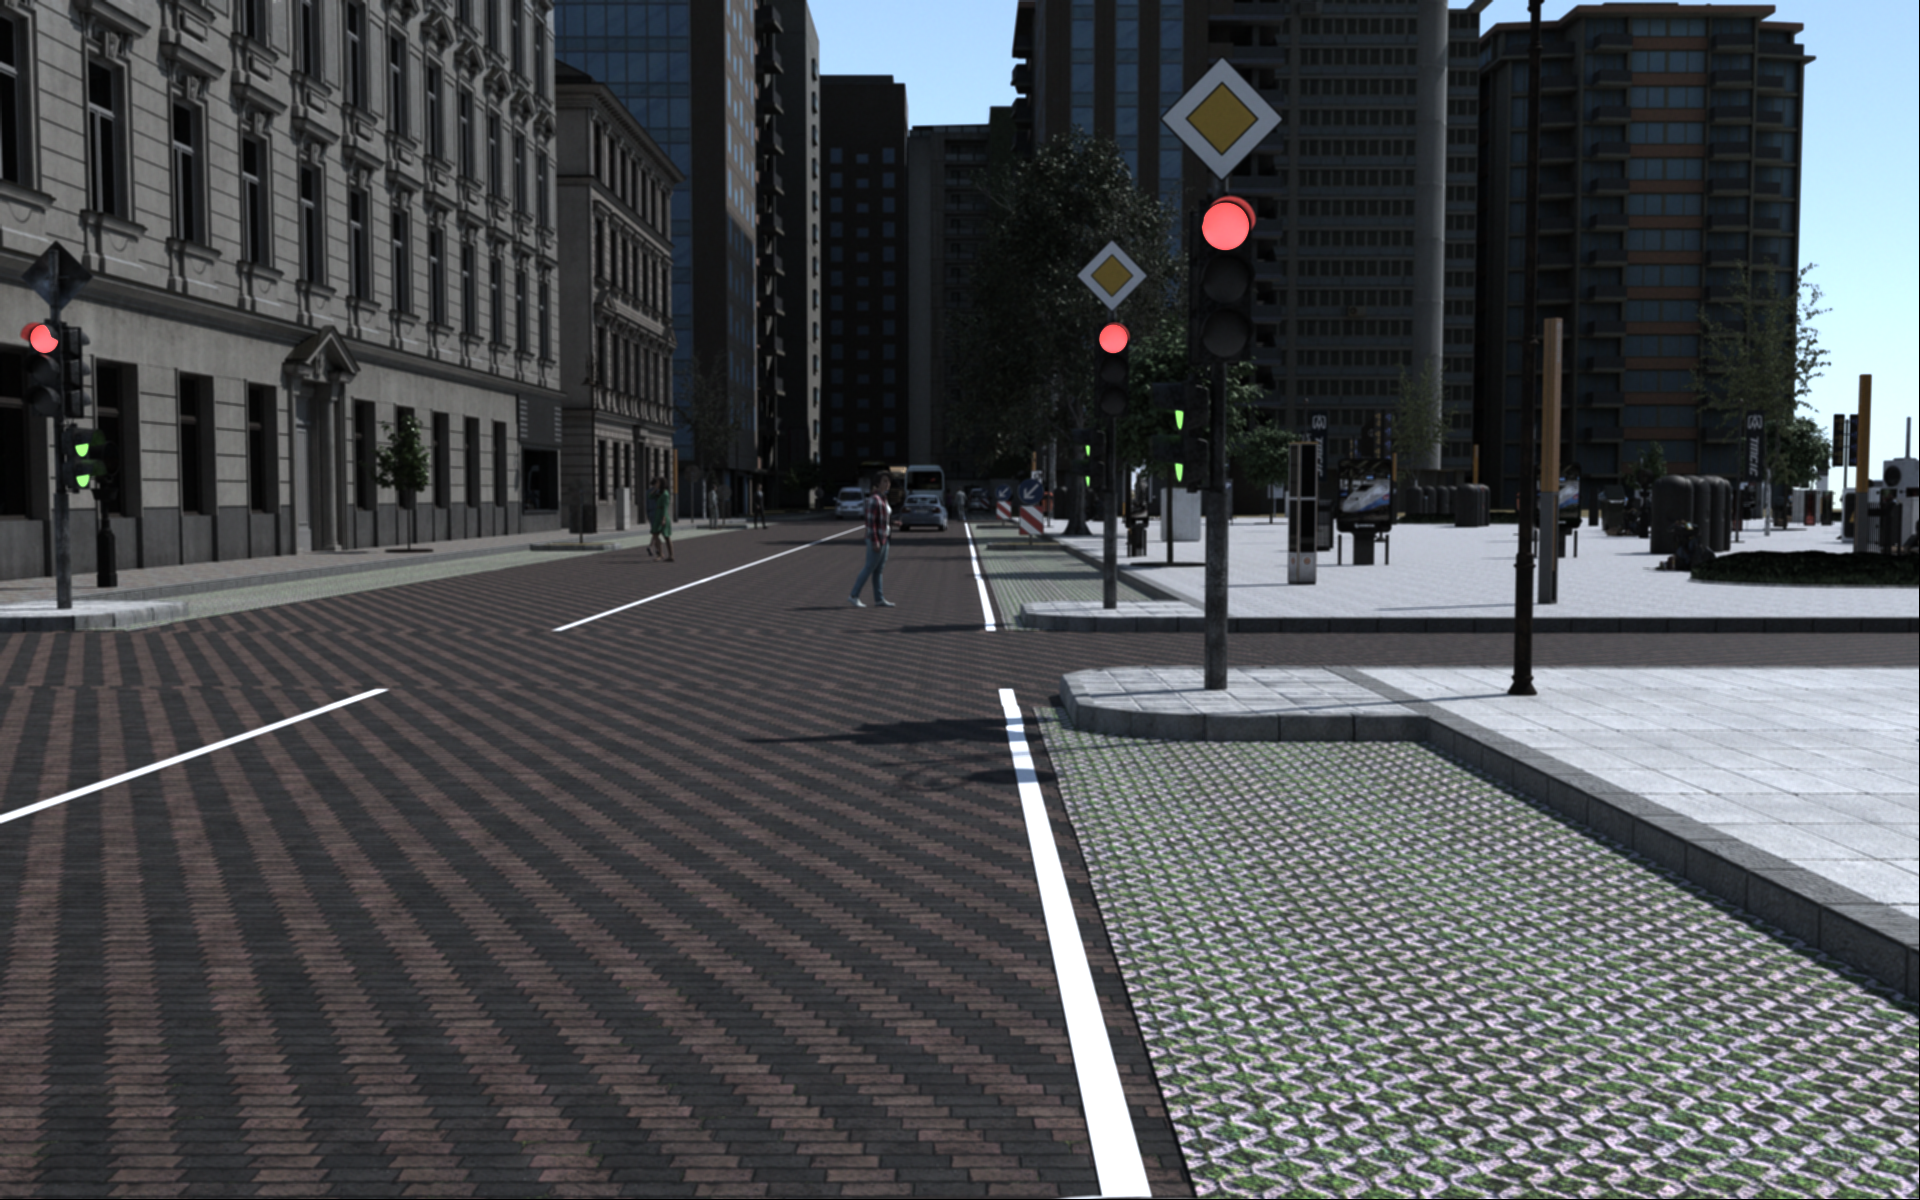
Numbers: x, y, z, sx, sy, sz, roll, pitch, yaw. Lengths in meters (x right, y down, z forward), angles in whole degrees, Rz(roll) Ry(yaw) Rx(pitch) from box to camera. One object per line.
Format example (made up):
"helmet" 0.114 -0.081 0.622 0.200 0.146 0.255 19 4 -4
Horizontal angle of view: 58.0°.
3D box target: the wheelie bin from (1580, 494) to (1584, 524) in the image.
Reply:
"wheelie bin" 26.623 -4.119 75.248 0.693 1.594 0.980 -1 4 -15

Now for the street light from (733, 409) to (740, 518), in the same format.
"street light" -12.082 -7.405 93.865 0.468 5.910 1.993 0 3 0

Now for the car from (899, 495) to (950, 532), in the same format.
"car" -1.418 -3.400 67.597 2.014 1.417 4.499 0 4 1

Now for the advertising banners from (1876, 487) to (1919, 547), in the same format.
"advertising banners" 22.783 -2.761 41.338 0.090 3.025 2.074 -1 4 -20

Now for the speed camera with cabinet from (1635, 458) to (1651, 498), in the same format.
"speed camera with cabinet" 37.589 -6.080 93.748 0.660 3.252 2.038 -2 4 -33

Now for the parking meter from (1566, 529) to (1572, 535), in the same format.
"parking meter" 18.896 -2.953 53.991 0.399 1.863 0.255 -2 4 -29

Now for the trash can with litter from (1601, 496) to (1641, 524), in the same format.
"trash can with litter" 28.516 -3.844 73.912 2.233 1.210 1.678 1 4 12

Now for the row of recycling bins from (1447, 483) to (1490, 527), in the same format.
"row of recycling bins" 20.188 -3.744 68.325 1.069 1.692 3.534 2 4 26

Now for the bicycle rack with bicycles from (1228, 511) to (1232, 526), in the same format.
"bicycle rack with bicycles" 9.723 -3.441 69.650 2.852 0.926 2.925 1 4 21

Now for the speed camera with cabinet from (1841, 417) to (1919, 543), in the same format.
"speed camera with cabinet" 23.921 -3.100 45.023 0.660 3.252 2.038 -1 4 -15

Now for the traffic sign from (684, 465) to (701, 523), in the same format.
"traffic sign" -11.768 -4.645 76.058 0.768 2.556 0.104 0 4 7

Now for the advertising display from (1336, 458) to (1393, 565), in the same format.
"advertising display" 7.322 -1.601 31.384 0.974 1.923 0.123 0 4 3

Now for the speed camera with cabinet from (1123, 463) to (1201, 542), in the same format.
"speed camera with cabinet" 5.458 -3.209 46.796 2.038 3.252 0.660 -1 4 -9

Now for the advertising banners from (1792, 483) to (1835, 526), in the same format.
"advertising banners" 34.719 -4.553 70.632 2.074 3.025 0.090 0 4 -8

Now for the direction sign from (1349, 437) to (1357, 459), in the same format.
"direction sign" 15.621 -4.703 68.895 0.379 3.537 0.876 2 4 33

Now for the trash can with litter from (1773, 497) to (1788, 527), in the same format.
"trash can with litter" 32.287 -3.461 67.972 0.624 1.170 1.055 1 4 12

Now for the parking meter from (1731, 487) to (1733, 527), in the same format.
"parking meter" 24.829 -2.920 56.156 0.372 1.533 0.369 0 3 0

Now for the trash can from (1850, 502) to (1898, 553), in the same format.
"trash can" 16.132 -1.159 30.610 0.748 1.137 0.748 0 3 0

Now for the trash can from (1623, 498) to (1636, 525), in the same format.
"trash can" 23.693 -3.065 61.764 0.748 1.137 0.748 0 3 0

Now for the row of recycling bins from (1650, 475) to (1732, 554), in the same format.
"row of recycling bins" 16.189 -1.901 38.194 1.069 1.692 3.534 3 5 40

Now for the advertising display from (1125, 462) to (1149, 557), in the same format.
"advertising display" 3.625 -1.849 35.441 0.123 1.923 0.974 2 4 28

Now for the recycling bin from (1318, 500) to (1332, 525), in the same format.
"recycling bin" 14.864 -3.600 71.410 0.722 1.027 0.722 0 4 -8

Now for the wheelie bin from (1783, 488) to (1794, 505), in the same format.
"wheelie bin" 43.567 -5.073 90.848 0.693 1.594 0.980 0 4 7

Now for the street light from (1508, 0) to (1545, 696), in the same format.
"street light" 3.608 -2.333 10.933 0.468 5.910 1.993 0 3 0

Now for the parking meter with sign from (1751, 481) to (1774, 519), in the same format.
"parking meter with sign" 41.177 -5.708 89.583 1.738 3.016 0.543 3 4 39

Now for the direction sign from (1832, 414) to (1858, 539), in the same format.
"direction sign" 25.104 -3.493 49.103 0.876 3.537 0.379 -1 4 -13

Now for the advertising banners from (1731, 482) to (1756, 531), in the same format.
"advertising banners" 26.784 -3.881 59.649 0.090 3.025 2.074 -1 4 -14

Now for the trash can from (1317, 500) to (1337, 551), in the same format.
"trash can" 8.123 -1.678 39.085 0.748 1.137 0.748 0 3 0

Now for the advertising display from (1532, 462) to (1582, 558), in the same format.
"advertising display" 12.049 -1.821 34.984 0.974 1.923 0.123 0 4 -7

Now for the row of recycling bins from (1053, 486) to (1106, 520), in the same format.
"row of recycling bins" 6.165 -4.887 87.016 3.534 1.692 1.069 3 5 40

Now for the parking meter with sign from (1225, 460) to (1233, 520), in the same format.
"parking meter with sign" 13.444 -5.571 87.345 0.543 3.016 1.738 0 4 -2

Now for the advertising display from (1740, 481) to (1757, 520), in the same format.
"advertising display" 39.054 -4.935 85.904 0.123 1.923 0.974 -2 4 -31

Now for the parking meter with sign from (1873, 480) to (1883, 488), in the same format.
"parking meter with sign" 48.859 -5.850 91.905 1.738 3.016 0.543 2 4 33

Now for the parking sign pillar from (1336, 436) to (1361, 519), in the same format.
"parking sign pillar" 18.268 -5.637 80.638 1.447 3.967 1.447 0 4 -2

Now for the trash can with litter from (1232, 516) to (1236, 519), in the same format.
"trash can with litter" 13.977 -4.874 90.754 1.678 1.210 2.233 3 4 38

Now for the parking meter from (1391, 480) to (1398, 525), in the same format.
"parking meter" 18.129 -4.090 72.587 0.399 1.863 0.255 -3 4 -36

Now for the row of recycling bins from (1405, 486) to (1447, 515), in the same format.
"row of recycling bins" 23.732 -4.876 86.833 3.534 1.692 1.069 -2 4 -35

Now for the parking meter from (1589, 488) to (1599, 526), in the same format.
"parking meter" 25.558 -3.756 69.827 0.372 1.533 0.369 0 3 0

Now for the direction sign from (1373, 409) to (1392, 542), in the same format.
"direction sign" 11.274 -3.320 46.286 0.379 3.537 0.876 3 5 44

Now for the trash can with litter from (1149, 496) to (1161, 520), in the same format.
"trash can with litter" 9.684 -4.510 84.800 2.233 1.210 1.678 3 5 44

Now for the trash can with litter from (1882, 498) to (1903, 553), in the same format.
"trash can with litter" 17.714 -1.346 33.068 1.678 1.210 2.233 0 4 1

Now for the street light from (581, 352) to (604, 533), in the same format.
"street light" -11.991 -5.131 56.676 0.468 5.910 1.993 0 3 0

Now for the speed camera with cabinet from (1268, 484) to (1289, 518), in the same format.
"speed camera with cabinet" 17.771 -6.107 94.185 2.038 3.252 0.660 -1 4 -19

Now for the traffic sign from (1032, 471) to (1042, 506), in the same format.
"traffic sign" 3.422 -4.514 75.934 0.606 2.300 0.079 1 4 9

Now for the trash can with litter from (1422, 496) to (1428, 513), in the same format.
"trash can with litter" 21.579 -4.213 79.942 1.678 1.210 2.233 1 4 19

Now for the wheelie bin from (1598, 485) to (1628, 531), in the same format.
"wheelie bin" 22.711 -3.207 60.348 0.980 1.594 0.693 0 4 0
